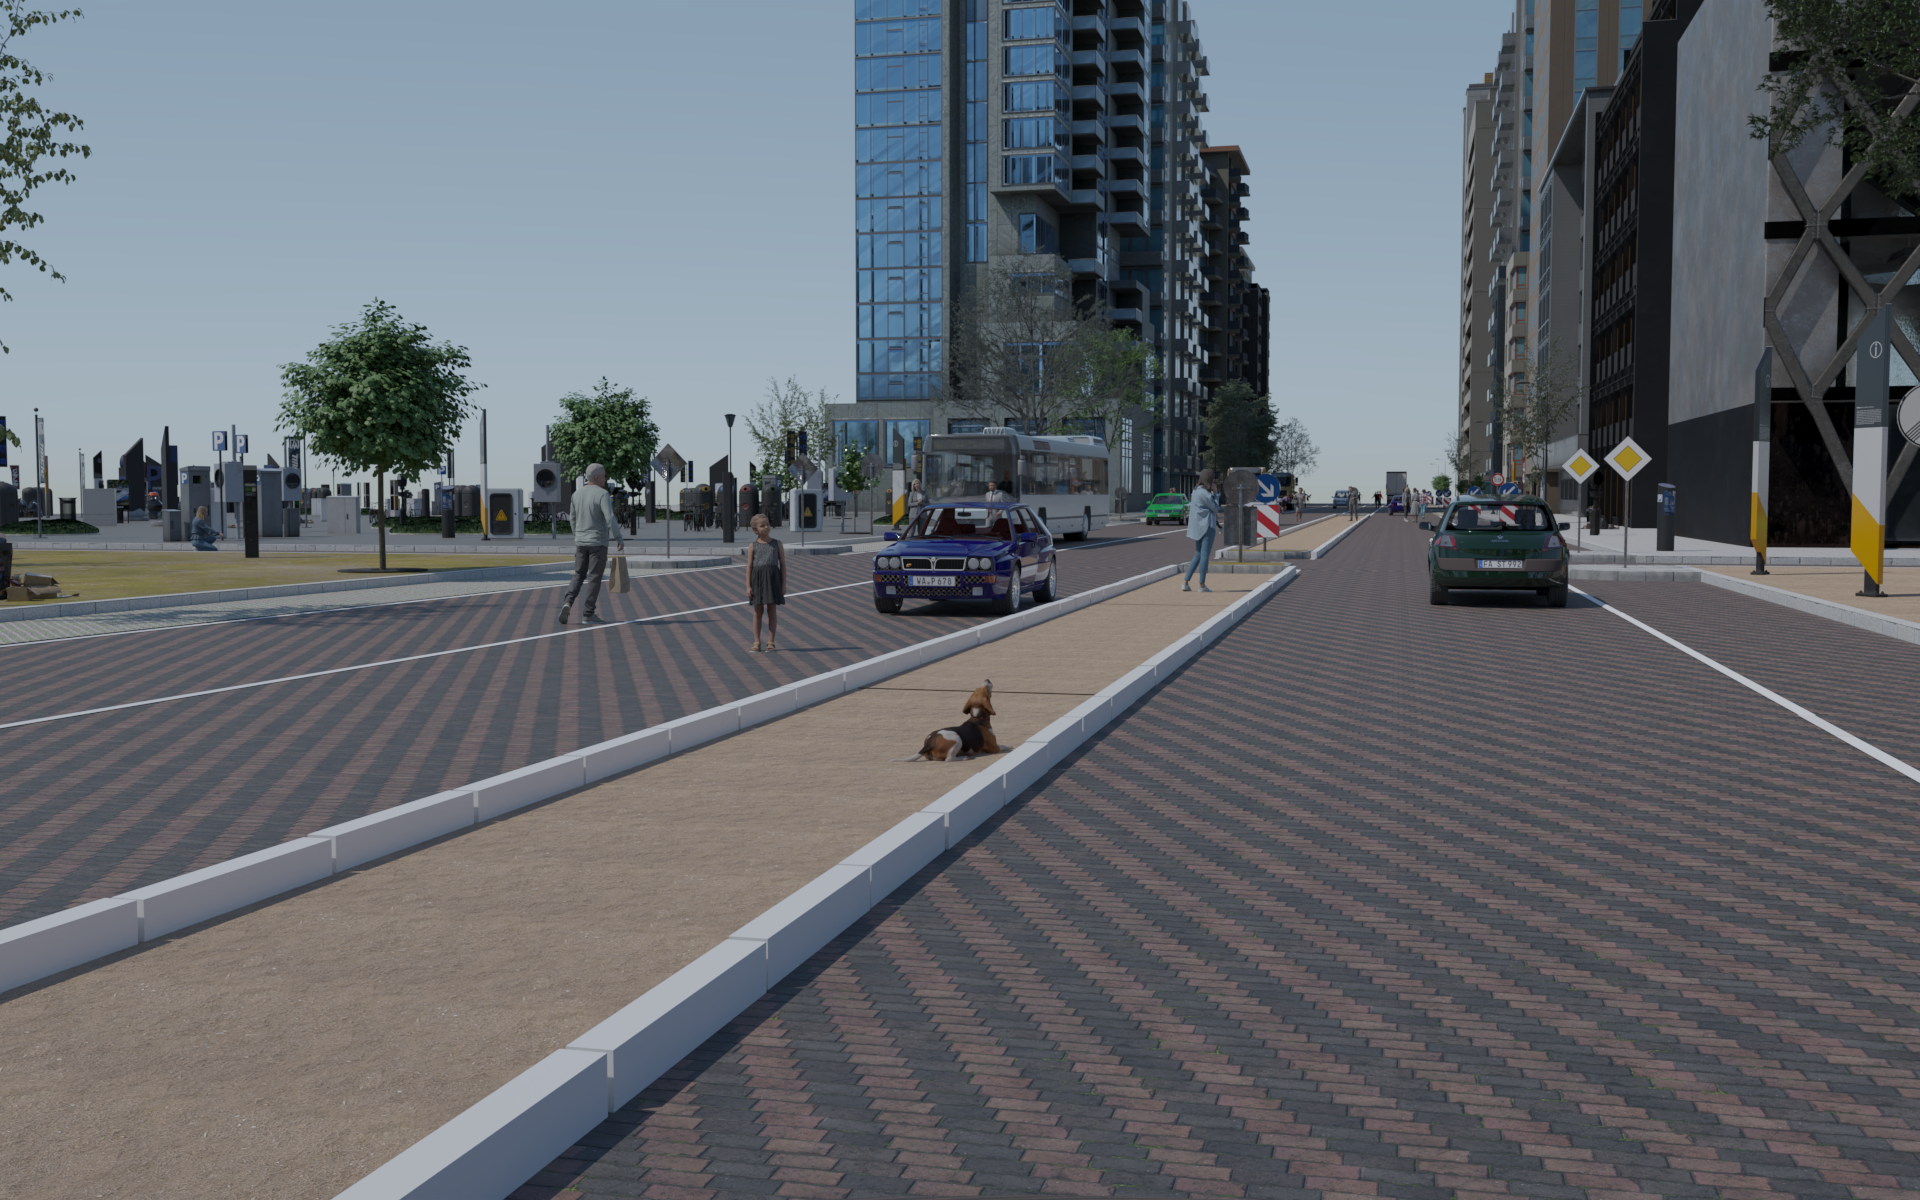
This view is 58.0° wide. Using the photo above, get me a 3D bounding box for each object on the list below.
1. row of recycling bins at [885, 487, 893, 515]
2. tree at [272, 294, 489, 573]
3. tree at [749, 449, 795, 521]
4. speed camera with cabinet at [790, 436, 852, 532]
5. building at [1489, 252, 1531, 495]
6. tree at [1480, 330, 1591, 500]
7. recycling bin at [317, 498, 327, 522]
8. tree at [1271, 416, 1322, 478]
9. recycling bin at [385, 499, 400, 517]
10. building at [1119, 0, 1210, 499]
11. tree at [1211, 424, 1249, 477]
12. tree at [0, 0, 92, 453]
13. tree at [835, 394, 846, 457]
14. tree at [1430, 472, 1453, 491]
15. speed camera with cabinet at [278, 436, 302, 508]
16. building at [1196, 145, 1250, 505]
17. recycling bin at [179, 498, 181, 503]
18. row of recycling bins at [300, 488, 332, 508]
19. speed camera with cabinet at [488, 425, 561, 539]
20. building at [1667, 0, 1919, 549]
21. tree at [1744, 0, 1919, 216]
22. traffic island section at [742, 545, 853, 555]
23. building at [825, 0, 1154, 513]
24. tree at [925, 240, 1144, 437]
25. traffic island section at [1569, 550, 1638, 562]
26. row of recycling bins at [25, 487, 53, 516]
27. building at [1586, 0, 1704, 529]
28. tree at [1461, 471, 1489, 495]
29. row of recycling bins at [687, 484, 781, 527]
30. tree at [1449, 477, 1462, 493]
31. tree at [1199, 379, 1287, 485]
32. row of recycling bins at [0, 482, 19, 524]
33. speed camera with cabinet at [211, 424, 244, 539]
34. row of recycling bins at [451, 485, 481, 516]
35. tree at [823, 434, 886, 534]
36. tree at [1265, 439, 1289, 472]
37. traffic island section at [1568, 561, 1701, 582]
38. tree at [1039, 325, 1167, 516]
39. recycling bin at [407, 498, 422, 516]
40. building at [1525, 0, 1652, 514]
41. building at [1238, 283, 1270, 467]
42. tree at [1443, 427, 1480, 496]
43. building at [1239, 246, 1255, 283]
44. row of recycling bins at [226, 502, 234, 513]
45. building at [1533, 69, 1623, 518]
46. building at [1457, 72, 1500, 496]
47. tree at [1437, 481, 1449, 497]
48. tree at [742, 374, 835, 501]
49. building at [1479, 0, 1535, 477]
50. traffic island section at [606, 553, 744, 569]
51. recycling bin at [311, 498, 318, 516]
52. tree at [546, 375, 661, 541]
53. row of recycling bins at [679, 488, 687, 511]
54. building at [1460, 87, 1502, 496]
[{"bbox_3d":[-3.495,-6.099,106.826,1.069,1.692,3.534,-2,4,-31],"label":"row of recycling bins"},{"bbox_3d":[-9.499,-2.748,28.642,4.285,4.588,4.351,0,3,0],"label":"tree"},{"bbox_3d":[-8.315,-4.890,74.548,1.663,3.219,1.824,0,3,0],"label":"tree"},{"bbox_3d":[-4.720,-3.943,58.808,2.038,3.252,0.660,-1,4,-22],"label":"speed camera with cabinet"},{"bbox_3d":[56.429,-17.709,134.588,27.650,21.520,28.899,1,4,14],"label":"building"},{"bbox_3d":[25.805,-7.765,77.326,4.360,8.622,3.978,0,3,0],"label":"tree"},{"bbox_3d":[-29.523,-4.197,81.178,0.722,1.027,0.722,0,4,-7],"label":"recycling bin"},{"bbox_3d":[51.327,-21.986,269.834,12.009,13.543,11.850,0,3,0],"label":"tree"},{"bbox_3d":[-31.617,-5.135,96.516,0.722,1.027,0.722,-2,4,-26],"label":"recycling bin"},{"bbox_3d":[11.536,-33.298,164.031,23.786,49.044,30.456,1,4,14],"label":"building"},{"bbox_3d":[28.208,-14.042,179.941,4.360,8.622,3.978,0,3,0],"label":"tree"},{"bbox_3d":[-11.642,-4.211,19.207,4.737,8.622,4.395,0,3,0],"label":"tree"},{"bbox_3d":[-9.851,-10.259,118.098,4.737,8.622,4.395,0,3,0],"label":"tree"},{"bbox_3d":[71.149,-16.634,255.677,4.285,4.588,4.351,0,3,0],"label":"tree"},{"bbox_3d":[-23.378,-3.934,58.649,0.660,3.252,2.038,3,5,41],"label":"speed camera with cabinet"},{"bbox_3d":[24.103,-34.276,215.029,22.147,44.769,28.867,1,4,14],"label":"building"},{"bbox_3d":[-51.336,-6.243,114.628,0.722,1.027,0.722,2,4,29],"label":"recycling bin"},{"bbox_3d":[-41.303,-6.353,110.989,3.534,1.692,1.069,3,5,45],"label":"row of recycling bins"},{"bbox_3d":[-12.467,-3.367,49.386,2.038,3.252,0.660,0,4,-3],"label":"speed camera with cabinet"},{"bbox_3d":[28.342,-10.797,43.988,16.811,18.784,16.820,1,4,14],"label":"building"},{"bbox_3d":[10.439,-4.882,14.235,7.601,10.594,8.767,-3,5,-43],"label":"tree"},{"bbox_3d":[-3.845,-1.213,42.117,2.009,0.180,2.903,1,4,14],"label":"traffic island section"},{"bbox_3d":[3.759,-50.113,132.024,22.319,86.520,31.000,1,4,14],"label":"building"},{"bbox_3d":[3.584,-10.588,83.485,12.009,13.543,11.850,0,3,0],"label":"tree"},{"bbox_3d":[13.499,-0.945,37.735,2.009,0.180,2.903,1,4,14],"label":"traffic island section"},{"bbox_3d":[-54.275,-5.804,102.000,1.069,1.692,3.534,-1,4,-11],"label":"row of recycling bins"},{"bbox_3d":[32.889,-14.694,69.929,12.332,23.373,15.834,1,4,14],"label":"building"},{"bbox_3d":[40.467,-8.591,135.066,1.663,3.219,1.824,0,3,0],"label":"tree"},{"bbox_3d":[-8.749,-3.723,67.980,3.534,1.692,1.069,0,4,6],"label":"row of recycling bins"},{"bbox_3d":[51.845,-11.248,178.503,1.663,3.219,1.824,0,3,0],"label":"tree"},{"bbox_3d":[30.622,-17.231,188.384,9.857,13.997,8.962,0,3,0],"label":"tree"},{"bbox_3d":[-34.185,-3.323,61.440,1.069,1.692,3.534,-3,4,-37],"label":"row of recycling bins"},{"bbox_3d":[-21.263,-3.379,49.575,2.038,3.252,0.660,3,5,41],"label":"speed camera with cabinet"},{"bbox_3d":[-22.703,-4.394,78.955,1.069,1.692,3.534,-2,4,-34],"label":"row of recycling bins"},{"bbox_3d":[-3.456,-3.726,55.525,1.663,3.219,1.824,0,3,0],"label":"tree"},{"bbox_3d":[40.215,-16.715,223.653,4.737,8.622,4.395,0,3,0],"label":"tree"},{"bbox_3d":[11.538,-0.472,29.993,2.009,0.180,2.903,1,4,14],"label":"traffic island section"},{"bbox_3d":[8.578,-10.866,103.419,9.928,11.665,9.643,0,3,0],"label":"tree"},{"bbox_3d":[-32.037,-5.464,101.882,0.722,1.027,0.722,3,4,36],"label":"recycling bin"},{"bbox_3d":[45.494,-28.399,114.435,14.600,45.320,14.200,1,4,14],"label":"building"},{"bbox_3d":[34.375,-28.343,235.108,14.160,30.474,14.107,1,4,14],"label":"building"},{"bbox_3d":[55.143,-14.684,190.438,4.360,8.622,3.978,0,3,0],"label":"tree"},{"bbox_3d":[30.029,-34.474,255.533,32.217,40.220,23.993,1,4,14],"label":"building"},{"bbox_3d":[-50.087,-6.816,118.553,1.069,1.692,3.534,2,4,34],"label":"row of recycling bins"},{"bbox_3d":[39.462,-16.753,92.971,14.314,24.678,30.058,1,4,14],"label":"building"},{"bbox_3d":[82.286,-43.122,247.038,21.231,58.520,28.212,1,4,14],"label":"building"},{"bbox_3d":[68.205,-15.329,245.230,1.663,3.219,1.824,0,3,0],"label":"tree"},{"bbox_3d":[-10.846,-9.489,105.514,4.737,8.622,4.395,0,3,0],"label":"tree"},{"bbox_3d":[61.881,-33.240,163.090,23.786,49.044,30.456,1,4,14],"label":"building"},{"bbox_3d":[-5.806,-0.740,34.376,2.009,0.180,2.903,1,4,14],"label":"traffic island section"},{"bbox_3d":[-37.081,-5.374,100.413,0.722,1.027,0.722,1,4,16],"label":"recycling bin"},{"bbox_3d":[-9.809,-3.935,48.052,4.285,4.588,4.351,0,3,0],"label":"tree"},{"bbox_3d":[-17.613,-6.524,113.785,1.069,1.692,3.534,-1,4,-23],"label":"row of recycling bins"},{"bbox_3d":[70.252,-35.334,201.420,21.300,48.544,21.600,1,4,14],"label":"building"}]
